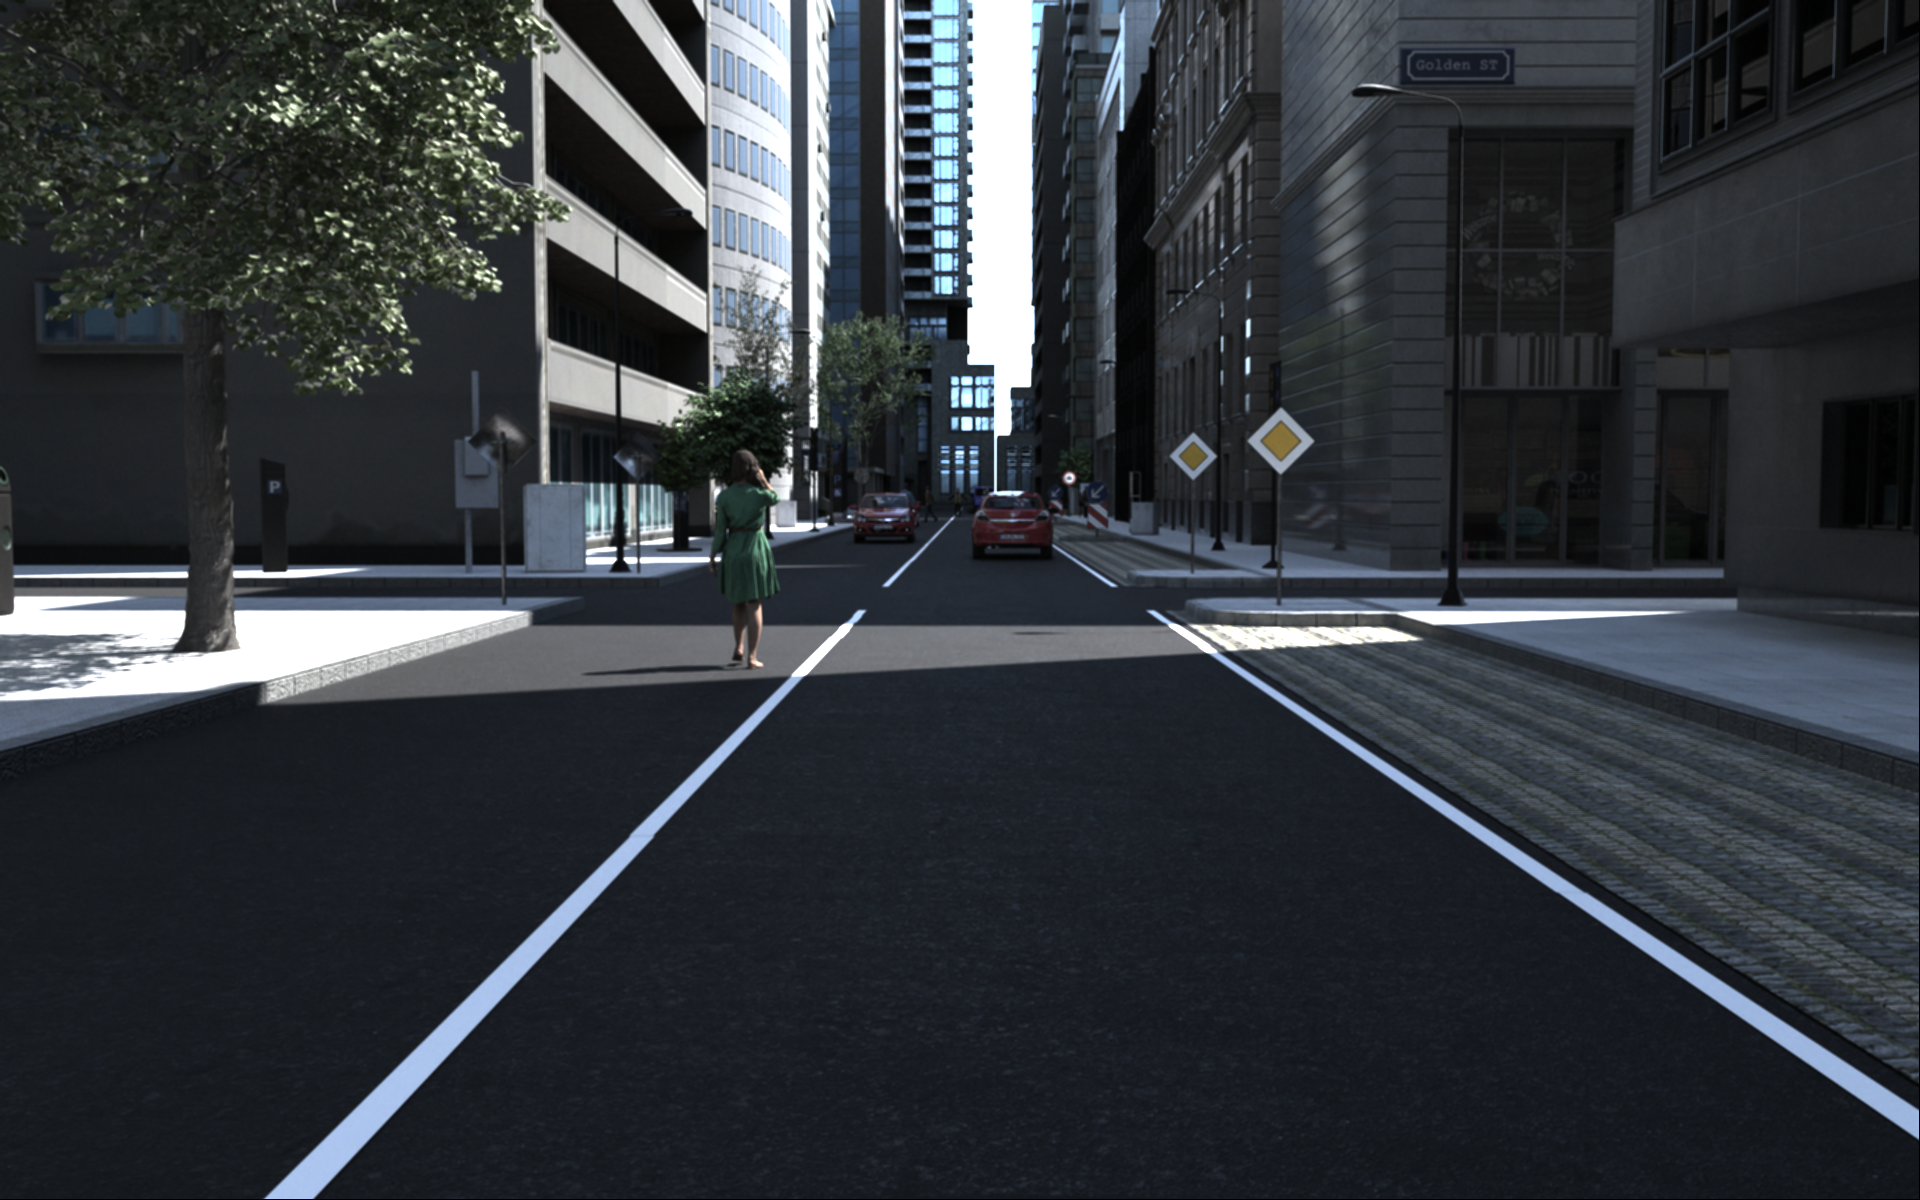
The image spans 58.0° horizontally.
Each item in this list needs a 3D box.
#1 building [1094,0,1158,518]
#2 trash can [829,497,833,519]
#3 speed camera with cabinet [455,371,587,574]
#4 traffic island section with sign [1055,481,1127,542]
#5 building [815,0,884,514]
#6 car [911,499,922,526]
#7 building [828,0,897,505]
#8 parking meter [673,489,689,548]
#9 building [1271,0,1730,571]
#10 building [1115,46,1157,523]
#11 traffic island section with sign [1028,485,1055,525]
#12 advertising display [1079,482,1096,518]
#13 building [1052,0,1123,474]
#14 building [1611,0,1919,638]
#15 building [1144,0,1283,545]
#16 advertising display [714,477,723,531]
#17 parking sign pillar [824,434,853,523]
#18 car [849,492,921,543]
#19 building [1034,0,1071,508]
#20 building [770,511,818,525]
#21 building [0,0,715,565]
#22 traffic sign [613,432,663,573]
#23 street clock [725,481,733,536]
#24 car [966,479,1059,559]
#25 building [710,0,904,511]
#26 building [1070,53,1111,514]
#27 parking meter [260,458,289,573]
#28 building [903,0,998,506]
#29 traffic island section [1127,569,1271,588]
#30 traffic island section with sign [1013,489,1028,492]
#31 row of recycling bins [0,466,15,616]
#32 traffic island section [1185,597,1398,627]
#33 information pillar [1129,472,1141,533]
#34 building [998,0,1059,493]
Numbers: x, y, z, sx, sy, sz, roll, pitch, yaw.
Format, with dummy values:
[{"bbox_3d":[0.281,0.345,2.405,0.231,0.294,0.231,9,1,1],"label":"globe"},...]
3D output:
[{"bbox_3d":[13.926,-16.819,93.009,12.078,24.808,19.932,0,4,1],"label":"building"},{"bbox_3d":[-6.472,-4.793,90.013,0.748,1.137,0.748,0,3,0],"label":"trash can"},{"bbox_3d":[-7.167,-2.074,28.253,2.038,3.252,0.660,-1,4,-15],"label":"speed camera with cabinet"},{"bbox_3d":[4.010,-2.686,52.547,1.989,1.847,2.006,0,4,1],"label":"traffic island section with sign"},{"bbox_3d":[-21.471,-25.879,115.000,32.217,40.220,23.993,0,4,1],"label":"building"},{"bbox_3d":[-2.728,-4.063,75.467,2.155,1.783,4.494,0,4,1],"label":"car"},{"bbox_3d":[-13.105,-30.452,148.002,14.600,45.320,14.200,0,4,1],"label":"building"},{"bbox_3d":[-6.654,-2.009,41.265,0.372,1.533,0.369,0,3,0],"label":"parking meter"},{"bbox_3d":[21.940,-15.640,33.200,29.804,29.767,11.434,0,4,1],"label":"building"},{"bbox_3d":[13.565,-15.017,75.205,12.332,23.373,15.834,0,4,1],"label":"building"},{"bbox_3d":[4.263,-4.344,79.658,1.989,1.847,2.006,0,4,1],"label":"traffic island section with sign"},{"bbox_3d":[6.917,-5.437,94.103,0.974,1.923,0.123,-1,4,-16],"label":"advertising display"},{"bbox_3d":[19.792,-31.815,139.791,23.786,49.044,30.456,0,4,1],"label":"building"},{"bbox_3d":[13.749,-11.275,3.415,14.314,24.678,30.058,0,4,1],"label":"building"},{"bbox_3d":[13.051,-15.743,54.658,12.463,27.353,25.104,0,4,1],"label":"building"},{"bbox_3d":[-8.420,-3.273,58.722,0.123,1.923,0.974,2,4,35],"label":"advertising display"},{"bbox_3d":[-5.343,-5.429,77.234,1.447,3.967,1.447,0,4,7],"label":"parking sign pillar"},{"bbox_3d":[-2.249,-2.641,52.214,2.155,1.783,4.494,0,4,-1],"label":"car"},{"bbox_3d":[18.207,-33.203,166.575,21.300,48.544,21.600,0,4,1],"label":"building"},{"bbox_3d":[-17.885,-32.466,72.824,21.231,58.520,28.212,0,4,1],"label":"building"},{"bbox_3d":[-18.126,-25.479,40.284,21.300,48.544,21.600,0,4,1],"label":"building"},{"bbox_3d":[-5.199,-1.488,27.977,0.795,2.450,0.064,0,4,1],"label":"traffic sign"},{"bbox_3d":[-6.864,-2.900,51.986,0.471,2.002,0.358,-2,4,-26],"label":"street clock"},{"bbox_3d":[1.206,-1.877,39.729,2.155,1.783,4.494,0,4,2],"label":"car"},{"bbox_3d":[-19.584,-38.211,166.745,28.212,58.520,21.231,0,4,1],"label":"building"},{"bbox_3d":[14.417,-21.138,117.313,14.160,30.474,14.107,0,4,1],"label":"building"},{"bbox_3d":[-11.209,-1.384,28.342,0.399,1.863,0.255,-2,4,-30],"label":"parking meter"},{"bbox_3d":[-11.558,-54.089,197.029,31.000,86.520,22.319,0,4,1],"label":"building"},{"bbox_3d":[3.769,-0.347,27.950,2.009,0.180,2.903,0,4,1],"label":"traffic island section"},{"bbox_3d":[4.988,-9.061,156.781,1.989,1.847,2.006,0,4,1],"label":"traffic island section with sign"},{"bbox_3d":[-10.846,-0.600,16.923,1.069,1.692,3.534,1,4,14],"label":"row of recycling bins"},{"bbox_3d":[3.693,0.142,19.965,2.009,0.180,2.903,0,4,1],"label":"traffic island section"},{"bbox_3d":[5.796,-3.231,57.321,0.304,2.012,0.304,-1,4,-9],"label":"information pillar"},{"bbox_3d":[19.638,-54.036,196.166,31.000,86.520,22.319,0,4,1],"label":"building"}]
